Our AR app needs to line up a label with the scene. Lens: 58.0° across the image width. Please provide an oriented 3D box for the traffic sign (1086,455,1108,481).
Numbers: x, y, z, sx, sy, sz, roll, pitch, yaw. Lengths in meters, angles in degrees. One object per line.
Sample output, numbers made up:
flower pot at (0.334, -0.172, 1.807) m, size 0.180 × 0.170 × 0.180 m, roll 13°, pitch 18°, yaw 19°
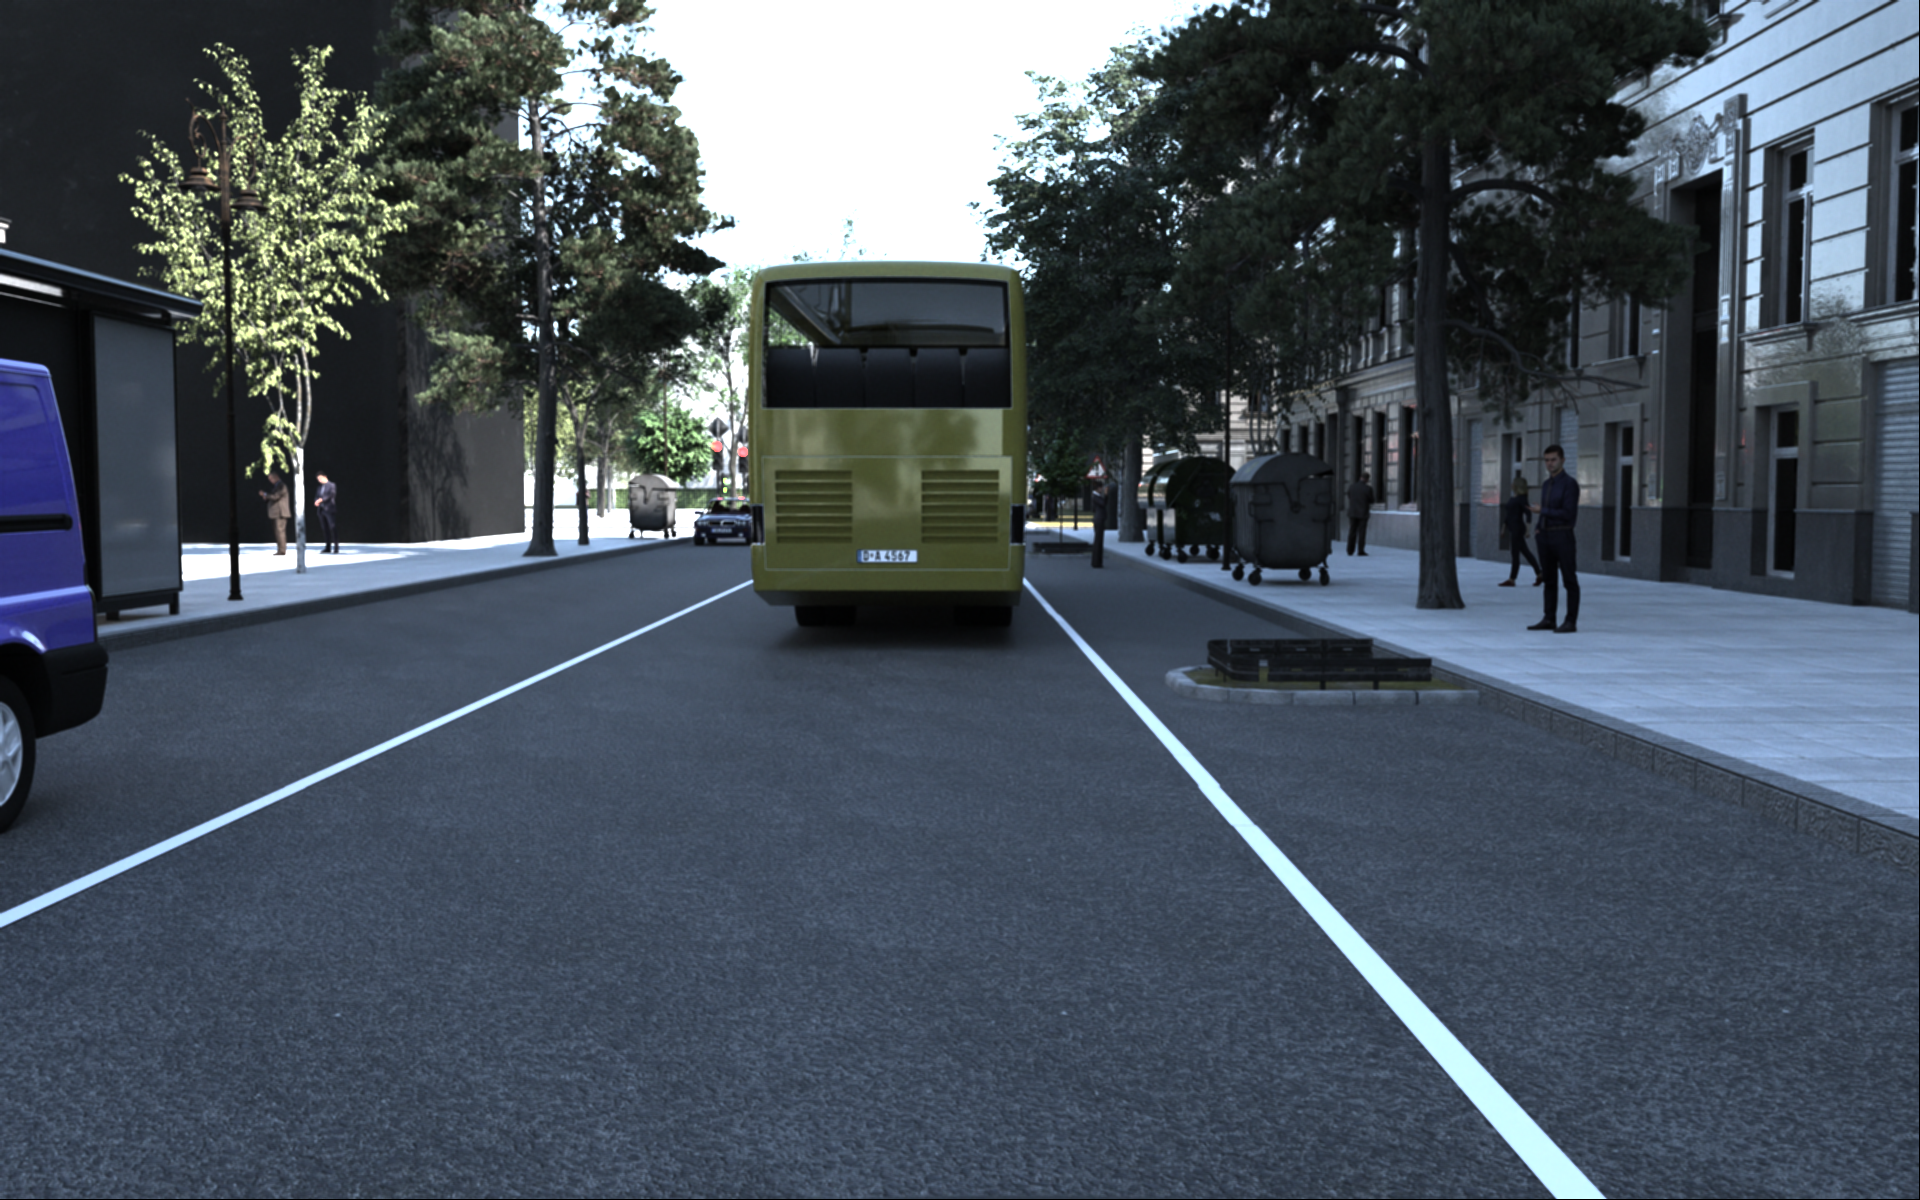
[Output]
traffic sign at (4.612, -3.561, 58.231) m, size 0.884 × 2.594 × 0.081 m, roll 1°, pitch 4°, yaw 9°

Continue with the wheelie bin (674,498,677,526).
wheelie bin at (-11.933, -3.800, 70.042) m, size 0.693 × 1.594 × 0.980 m, roll 3°, pitch 4°, yaw 38°

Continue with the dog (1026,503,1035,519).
dog at (3.574, -4.568, 89.069) m, size 0.513 × 0.831 × 0.800 m, roll 0°, pitch 4°, yaw 1°

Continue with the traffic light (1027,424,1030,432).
traffic light at (2.105, -4.461, 62.181) m, size 0.839 × 4.213 × 0.868 m, roll 0°, pitch 4°, yaw 0°

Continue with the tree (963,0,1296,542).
tree at (4.594, -8.538, 46.259) m, size 9.857 × 13.997 × 8.962 m, roll 0°, pitch 3°, yaw 0°

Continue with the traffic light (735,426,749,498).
traffic light at (-8.722, -4.943, 70.061) m, size 0.839 × 4.213 × 0.868 m, roll 0°, pitch 4°, yaw 0°

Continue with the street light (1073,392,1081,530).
street light at (4.111, -5.417, 61.350) m, size 0.468 × 5.910 × 1.993 m, roll 0°, pitch 4°, yaw 0°

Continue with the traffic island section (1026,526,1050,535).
traffic island section at (2.145, -2.447, 62.294) m, size 2.009 × 0.180 × 2.903 m, roll 0°, pitch 4°, yaw 0°

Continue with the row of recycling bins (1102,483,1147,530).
row of recycling bins at (6.845, -3.352, 61.914) m, size 3.534 × 1.692 × 1.069 m, roll 0°, pitch 4°, yaw 2°

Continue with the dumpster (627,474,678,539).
dumpster at (-8.934, -2.724, 50.298) m, size 1.264 × 1.857 × 1.865 m, roll 0°, pitch 4°, yaw -1°

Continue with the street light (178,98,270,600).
street light at (-8.776, -2.937, 20.802) m, size 0.468 × 5.910 × 1.993 m, roll 0°, pitch 4°, yaw 0°

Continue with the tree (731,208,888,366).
tree at (-9.272, -15.901, 115.869) m, size 12.611 × 20.169 × 13.585 m, roll 0°, pitch 3°, yaw 0°

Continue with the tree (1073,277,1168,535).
tree at (5.262, -6.376, 54.618) m, size 4.360 × 8.622 × 3.978 m, roll 0°, pitch 3°, yaw 0°

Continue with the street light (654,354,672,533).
street light at (-9.038, -4.915, 53.147) m, size 0.468 × 5.910 × 1.993 m, roll 0°, pitch 4°, yaw 0°

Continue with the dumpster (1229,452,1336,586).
dumpster at (4.638, -1.172, 24.926) m, size 1.264 × 1.857 × 1.865 m, roll 0°, pitch 4°, yaw -1°

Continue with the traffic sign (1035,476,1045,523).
traffic sign at (3.778, -4.771, 78.005) m, size 0.884 × 2.594 × 0.081 m, roll 0°, pitch 4°, yaw 5°

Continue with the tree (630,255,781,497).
tree at (-9.846, -9.152, 75.396) m, size 9.928 × 11.665 × 9.643 m, roll 0°, pitch 3°, yaw 0°

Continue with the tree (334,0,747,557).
tree at (-8.488, -7.817, 35.225) m, size 7.806 × 13.903 × 7.818 m, roll 0°, pitch 3°, yaw 0°

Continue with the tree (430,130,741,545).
tree at (-9.429, -6.687, 43.744) m, size 8.767 × 10.594 × 7.601 m, roll 0°, pitch 4°, yaw 8°

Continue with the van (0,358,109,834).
van at (-4.914, -0.071, 5.546) m, size 2.240 × 2.365 × 5.245 m, roll 0°, pitch 4°, yaw -1°

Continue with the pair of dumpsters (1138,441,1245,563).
pair of dumpsters at (4.509, -1.928, 34.021) m, size 1.574 × 2.255 × 4.436 m, roll 0°, pitch 4°, yaw 0°

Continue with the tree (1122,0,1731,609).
tree at (5.315, -5.944, 19.241) m, size 6.751 × 12.117 × 7.091 m, roll 0°, pitch 3°, yaw 0°

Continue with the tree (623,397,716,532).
tree at (-9.783, -4.591, 58.785) m, size 4.285 × 4.588 × 4.351 m, roll 0°, pitch 3°, yaw 0°

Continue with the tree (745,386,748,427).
tree at (-10.338, -9.006, 97.616) m, size 4.360 × 8.622 × 3.978 m, roll 0°, pitch 3°, yaw 0°

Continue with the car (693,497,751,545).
car at (-6.583, -2.272, 49.723) m, size 1.945 × 1.354 × 3.894 m, roll 0°, pitch 3°, yaw 0°

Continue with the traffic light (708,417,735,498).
traffic light at (-8.656, -4.455, 62.077) m, size 0.839 × 4.213 × 0.868 m, roll 0°, pitch 4°, yaw 0°

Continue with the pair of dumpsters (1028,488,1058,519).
pair of dumpsters at (4.522, -5.524, 92.809) m, size 1.574 × 2.255 × 4.436 m, roll 0°, pitch 4°, yaw 0°

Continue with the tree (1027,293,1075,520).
tree at (4.516, -9.948, 84.699) m, size 6.751 × 12.117 × 7.091 m, roll 0°, pitch 3°, yaw 0°

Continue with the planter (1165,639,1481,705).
planter at (2.548, 0.513, 12.744) m, size 1.991 × 0.319 × 1.994 m, roll 0°, pitch 4°, yaw 0°

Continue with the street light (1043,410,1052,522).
street light at (4.081, -6.519, 79.365) m, size 0.468 × 5.910 × 1.993 m, roll 0°, pitch 4°, yaw 0°

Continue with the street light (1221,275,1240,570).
street light at (4.487, -3.438, 29.006) m, size 0.468 × 5.910 × 1.993 m, roll 0°, pitch 4°, yaw 0°

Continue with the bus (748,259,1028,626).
bus at (-0.561, -1.840, 21.633) m, size 2.896 × 3.916 × 12.252 m, roll 0°, pitch 4°, yaw 1°
